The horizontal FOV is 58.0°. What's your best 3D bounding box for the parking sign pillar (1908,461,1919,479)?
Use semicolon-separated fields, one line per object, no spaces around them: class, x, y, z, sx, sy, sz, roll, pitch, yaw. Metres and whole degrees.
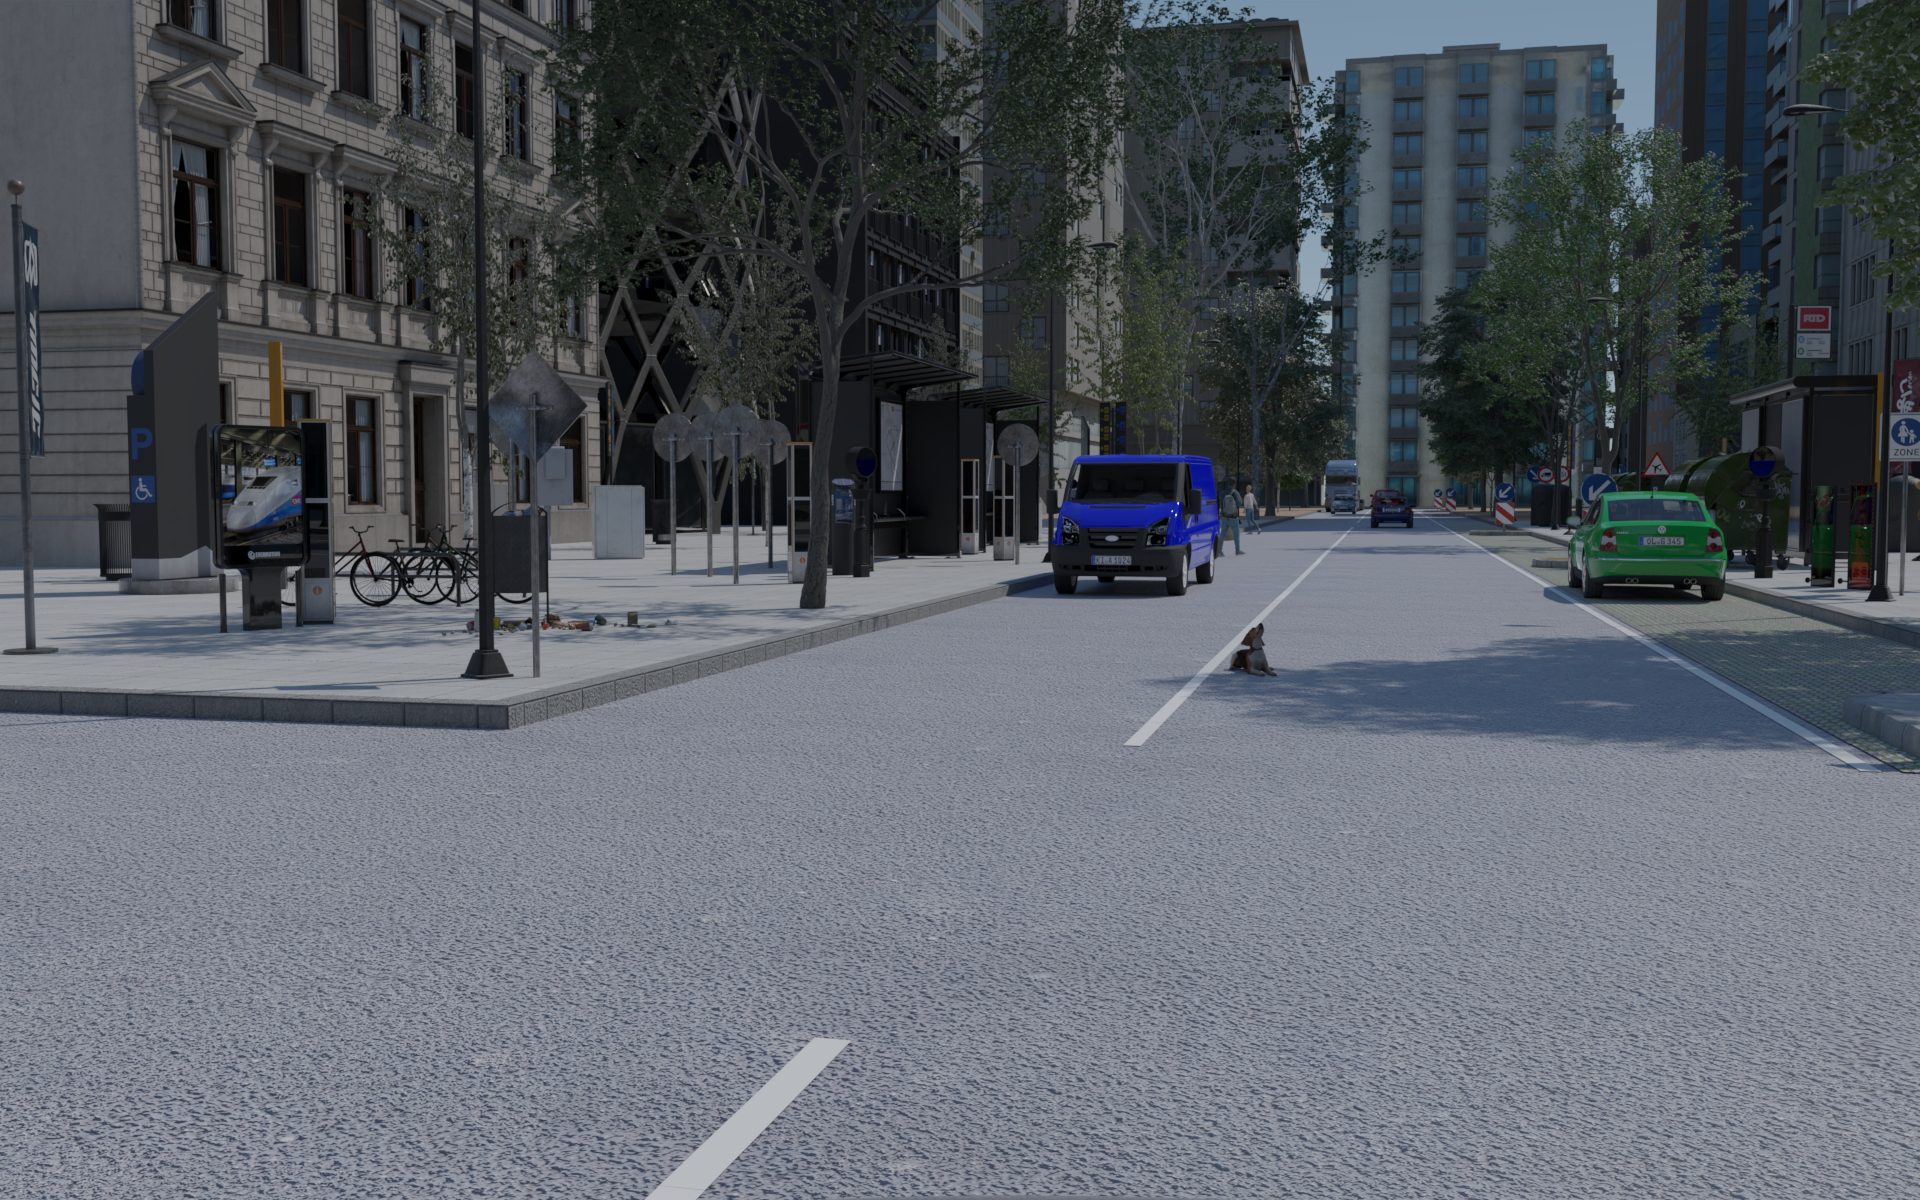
parking sign pillar;30.901;-4.195;57.059;1.447;3.967;1.447;1;4;22

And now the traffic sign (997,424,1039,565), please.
traffic sign;1.040;-1.914;31.406;0.768;2.556;0.104;1;4;15

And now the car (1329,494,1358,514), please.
car;27.699;-6.912;125.008;2.014;1.417;4.499;1;4;14

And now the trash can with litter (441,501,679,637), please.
trash can with litter;-3.780;-0.332;16.486;2.233;1.210;1.678;-1;4;-16

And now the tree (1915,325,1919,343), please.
tree;29.141;-6.046;49.212;4.737;8.622;4.395;0;3;0

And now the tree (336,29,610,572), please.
tree;-7.898;-4.778;28.489;4.360;8.622;3.978;0;3;0

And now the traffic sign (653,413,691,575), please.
traffic sign;-4.525;-1.663;27.300;0.768;2.556;0.104;1;4;22

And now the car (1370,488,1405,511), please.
car;28.658;-6.577;116.212;2.281;1.827;5.304;1;4;14

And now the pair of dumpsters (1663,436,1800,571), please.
pair of dumpsters;13.789;-1.750;31.104;1.574;2.255;4.437;1;4;14

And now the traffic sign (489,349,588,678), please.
traffic sign;-2.961;-0.515;12.062;0.795;2.450;0.064;1;4;14

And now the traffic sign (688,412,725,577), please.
traffic sign;-3.873;-1.630;26.763;0.768;2.556;0.104;1;4;18

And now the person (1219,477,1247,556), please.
person;6.154;-1.900;39.552;0.713;1.824;0.794;-2;4;-26

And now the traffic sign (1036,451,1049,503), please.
traffic sign;2.335;-3.156;51.703;0.768;2.556;0.104;1;4;14

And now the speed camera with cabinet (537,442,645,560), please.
speed camera with cabinet;-7.262;-2.426;34.002;2.038;3.252;0.660;-1;4;-17

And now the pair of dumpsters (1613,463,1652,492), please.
pair of dumpsters;21.725;-3.244;55.526;1.574;2.255;4.437;1;4;14

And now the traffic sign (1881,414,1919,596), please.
traffic sign;11.884;-1.203;21.792;0.606;2.300;0.079;1;4;22

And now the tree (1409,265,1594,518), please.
tree;29.278;-11.465;94.106;9.857;13.997;8.962;0;3;0

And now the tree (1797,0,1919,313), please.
tree;11.130;-5.952;15.448;7.486;12.596;7.792;0;3;0

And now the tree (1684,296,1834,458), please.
tree;30.594;-7.040;65.474;4.737;8.622;4.395;0;3;0

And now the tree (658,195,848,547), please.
tree;-4.916;-5.609;42.072;4.360;8.622;3.978;0;3;0

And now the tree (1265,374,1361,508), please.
tree;31.967;-14.855;159.893;9.611;12.733;9.660;0;3;0

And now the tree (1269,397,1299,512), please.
tree;22.060;-10.424;120.797;4.737;8.622;4.395;0;3;0

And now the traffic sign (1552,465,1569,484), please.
traffic sign;26.630;-4.688;76.760;0.768;2.556;0.104;2;4;23

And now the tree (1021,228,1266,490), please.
tree;4.966;-5.920;47.154;4.737;8.622;4.395;0;3;0

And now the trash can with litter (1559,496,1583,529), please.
trash can with litter;22.949;-3.230;63.865;1.678;1.210;2.233;1;4;21

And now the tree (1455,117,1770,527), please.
tree;17.672;-7.412;46.943;9.928;11.665;9.643;0;3;0

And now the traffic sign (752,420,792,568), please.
traffic sign;-3.273;-1.819;29.850;0.768;2.556;0.104;1;4;16

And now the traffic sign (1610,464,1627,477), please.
traffic sign;28.157;-4.531;74.193;0.768;2.556;0.104;1;4;20

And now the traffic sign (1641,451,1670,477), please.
traffic sign;21.244;-3.232;52.854;0.884;2.594;0.081;1;4;22

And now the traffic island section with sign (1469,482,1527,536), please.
traffic island section with sign;18.677;-3.136;59.900;1.989;1.847;2.006;1;4;14

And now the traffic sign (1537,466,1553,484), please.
traffic sign;26.876;-4.854;79.472;0.768;2.556;0.104;1;4;20

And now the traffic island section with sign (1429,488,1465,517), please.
traffic island section with sign;30.833;-6.157;109.287;1.989;1.847;2.006;1;4;14

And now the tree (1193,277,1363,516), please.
tree;18.326;-11.905;101.309;9.857;13.997;8.962;0;3;0

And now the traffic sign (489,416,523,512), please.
traffic sign;-5.821;-1.373;22.547;0.768;2.556;0.104;1;4;19

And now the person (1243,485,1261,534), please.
person;10.416;-3.196;61.434;0.598;1.740;0.731;2;4;33

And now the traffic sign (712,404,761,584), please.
traffic sign;-3.195;-1.501;24.641;0.768;2.556;0.104;1;4;20

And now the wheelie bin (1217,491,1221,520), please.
wheelie bin;11.352;-4.299;78.198;0.693;1.594;0.980;-2;4;-27

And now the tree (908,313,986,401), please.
tree;-0.412;-7.317;69.988;4.360;8.622;3.978;0;3;0

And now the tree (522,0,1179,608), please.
tree;-1.349;-5.173;18.996;7.601;10.594;8.767;1;4;23

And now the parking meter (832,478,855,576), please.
parking meter;-1.840;-1.161;27.388;0.372;1.533;0.369;0;3;0

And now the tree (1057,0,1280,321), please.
tree;9.187;-12.667;62.994;12.611;20.169;13.585;0;3;0

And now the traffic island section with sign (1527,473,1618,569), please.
traffic island section with sign;12.233;-1.535;33.723;1.989;1.847;2.006;1;4;14

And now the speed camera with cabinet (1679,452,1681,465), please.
speed camera with cabinet;32.894;-5.268;80.462;2.038;3.252;0.660;-1;4;-10

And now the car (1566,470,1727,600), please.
car;9.760;-0.979;24.797;1.959;1.807;4.718;1;4;15

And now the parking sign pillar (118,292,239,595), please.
parking sign pillar;-10.239;-2.087;22.601;1.447;3.967;1.447;1;4;13

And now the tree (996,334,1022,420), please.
tree;3.371;-7.855;78.791;4.737;8.622;4.395;0;3;0

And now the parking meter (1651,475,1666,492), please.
parking meter;20.973;-2.834;52.053;0.255;1.863;0.399;-1;4;-23

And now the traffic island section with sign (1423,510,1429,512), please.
traffic island section with sign;37.337;-7.774;135.735;1.989;1.847;2.006;1;4;14

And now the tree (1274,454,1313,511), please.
tree;25.254;-9.119;132.816;4.285;4.588;4.351;0;3;0

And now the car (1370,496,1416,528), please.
car;18.473;-3.755;73.968;1.945;1.354;3.894;1;4;15

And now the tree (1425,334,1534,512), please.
tree;37.407;-12.467;121.964;7.486;12.596;7.792;0;3;0

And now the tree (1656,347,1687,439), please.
tree;32.235;-7.588;74.425;4.737;8.622;4.395;0;3;0

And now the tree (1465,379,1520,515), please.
tree;31.943;-9.387;103.838;4.737;8.622;4.395;0;3;0

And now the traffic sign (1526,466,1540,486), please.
traffic sign;26.467;-4.873;79.775;0.768;2.556;0.104;1;4;15

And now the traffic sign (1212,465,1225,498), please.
traffic sign;11.107;-4.586;75.083;0.768;2.556;0.104;1;4;16
